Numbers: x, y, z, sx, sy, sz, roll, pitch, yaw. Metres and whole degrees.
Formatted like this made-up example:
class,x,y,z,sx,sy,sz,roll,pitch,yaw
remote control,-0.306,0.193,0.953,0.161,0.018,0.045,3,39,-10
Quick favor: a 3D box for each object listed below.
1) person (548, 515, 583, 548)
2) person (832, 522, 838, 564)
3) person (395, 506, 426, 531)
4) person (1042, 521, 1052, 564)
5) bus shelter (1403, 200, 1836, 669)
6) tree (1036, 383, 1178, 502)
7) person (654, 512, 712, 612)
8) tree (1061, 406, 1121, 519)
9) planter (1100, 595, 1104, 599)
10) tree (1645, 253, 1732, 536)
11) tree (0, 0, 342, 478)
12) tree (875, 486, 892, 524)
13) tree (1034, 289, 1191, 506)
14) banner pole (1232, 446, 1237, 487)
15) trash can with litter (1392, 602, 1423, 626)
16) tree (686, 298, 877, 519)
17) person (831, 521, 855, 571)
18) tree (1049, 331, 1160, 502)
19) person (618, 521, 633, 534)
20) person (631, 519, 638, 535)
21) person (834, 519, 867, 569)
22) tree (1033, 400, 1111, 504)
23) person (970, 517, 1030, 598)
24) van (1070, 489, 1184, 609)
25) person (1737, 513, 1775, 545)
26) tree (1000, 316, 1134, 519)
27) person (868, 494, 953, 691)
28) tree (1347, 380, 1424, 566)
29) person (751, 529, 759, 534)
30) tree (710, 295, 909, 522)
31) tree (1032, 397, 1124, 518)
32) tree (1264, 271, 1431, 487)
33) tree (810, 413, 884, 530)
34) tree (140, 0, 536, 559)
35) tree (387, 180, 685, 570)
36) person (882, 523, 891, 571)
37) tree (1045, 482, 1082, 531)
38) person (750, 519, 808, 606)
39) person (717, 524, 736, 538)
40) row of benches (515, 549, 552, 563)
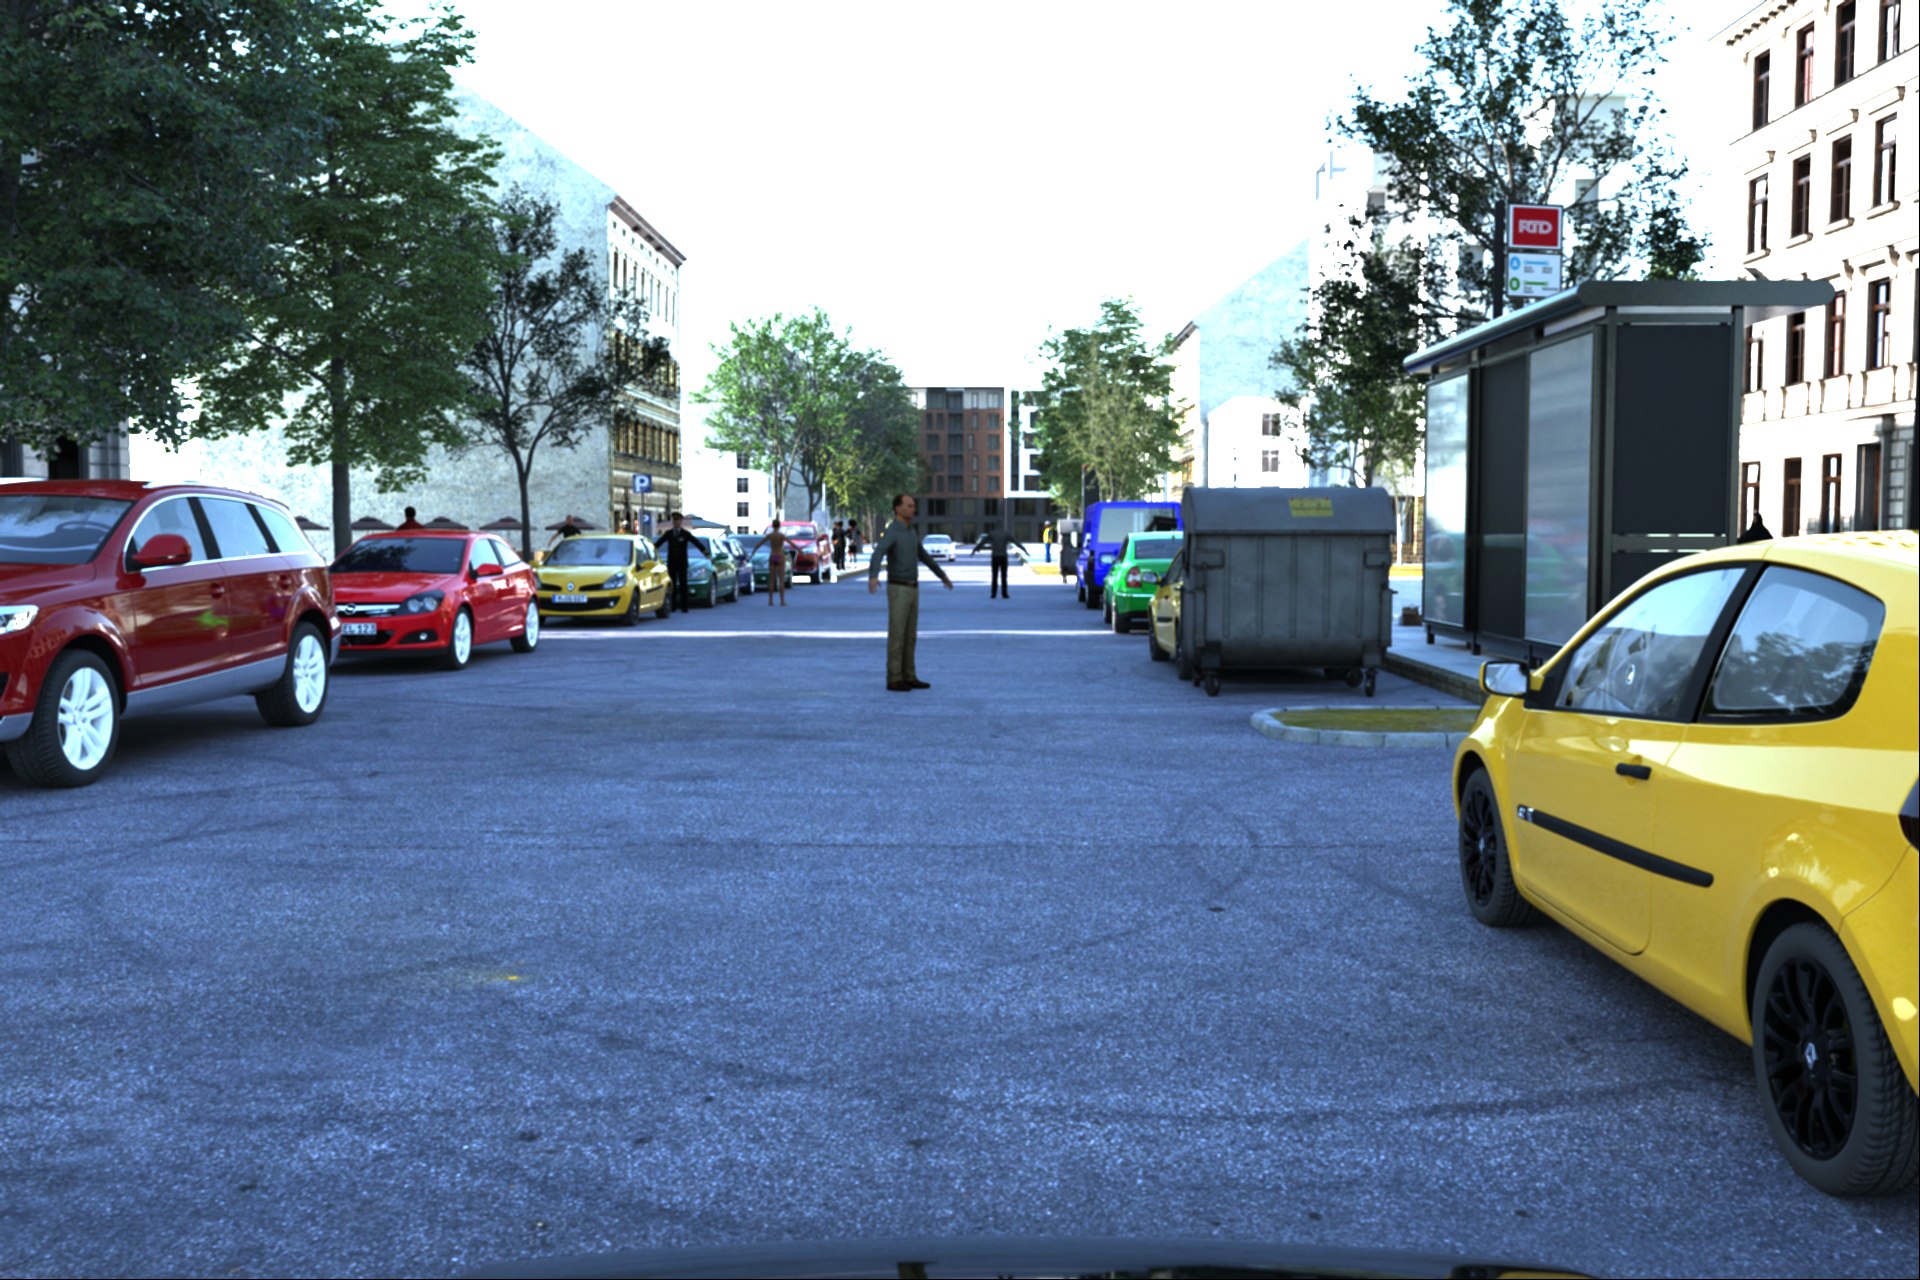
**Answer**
class,x,y,z,sx,sy,sz,roll,pitch,yaw
person,-10.741,-2.539,47.731,1.348,1.803,0.705,-2,4,-33
person,-5.284,-4.160,74.239,0.704,1.802,1.346,1,4,14
person,-10.664,-1.680,33.579,0.704,1.816,1.345,3,5,42
person,3.778,-4.229,75.106,0.705,1.833,1.349,0,4,-5
bus shelter,6.225,-2.507,18.625,2.179,5.291,8.768,0,4,1
tree,8.463,-10.153,100.419,8.767,10.594,7.601,1,4,9
person,-5.171,-1.424,31.668,1.347,1.837,0.705,0,4,5
tree,7.419,-8.695,92.519,4.737,8.622,4.395,0,3,0
planter,3.786,-1.081,38.818,1.991,0.319,1.994,0,4,1
tree,28.144,-9.180,68.218,7.486,12.596,7.792,0,3,0
tree,-11.879,-6.984,20.849,9.857,13.997,8.962,0,3,0
tree,-6.134,-12.644,157.094,4.360,8.622,3.978,0,3,0
tree,7.072,-9.933,80.536,7.486,12.596,7.792,0,3,0
banner pole,7.816,-3.624,49.263,0.401,3.779,0.863,0,4,1
trash can with litter,6.605,-0.783,24.195,1.055,1.170,0.624,0,4,2
tree,-7.802,-9.141,75.206,9.928,11.665,9.643,0,3,0
person,-4.136,-3.315,60.920,1.216,1.740,0.721,3,5,42
tree,5.360,-6.873,62.731,4.360,8.622,3.978,0,3,0
person,-14.119,-4.131,73.315,1.354,1.858,0.705,0,4,-6
person,-11.113,-3.277,59.762,1.347,1.806,0.705,3,4,36
person,-4.036,-3.569,64.493,1.345,1.843,0.704,-2,4,-32
tree,8.069,-10.993,114.153,7.601,10.594,8.767,-3,5,-41
person,0.887,-1.842,38.694,1.348,1.813,0.705,1,4,8
van,3.394,-1.865,34.881,2.240,2.365,5.245,0,4,1
person,17.236,-1.887,37.640,0.721,1.737,1.214,-2,4,-23
tree,9.430,-17.948,149.337,12.611,20.169,13.585,0,3,0
person,-0.500,-0.442,15.948,0.705,1.796,1.348,2,4,31
tree,17.848,-7.288,69.515,4.360,8.622,3.978,0,3,0
person,-6.672,-2.839,55.681,0.599,1.433,0.991,2,4,25
tree,-7.512,-10.883,88.300,12.009,13.543,11.850,0,3,0
tree,9.107,-12.386,128.274,9.928,11.665,9.643,0,3,0
tree,14.089,-7.711,60.483,7.601,10.594,8.767,1,4,18
tree,-6.714,-9.068,98.623,4.737,8.622,4.395,0,3,0
tree,-12.156,-7.055,33.481,7.486,12.596,7.792,0,3,0
tree,-11.229,-6.774,45.163,8.767,10.594,7.601,0,4,1
person,-2.715,-3.593,66.986,0.705,1.856,1.354,-1,4,-12
tree,8.850,-11.477,138.019,4.737,8.622,4.395,0,3,0
person,-3.655,-1.563,34.807,1.217,1.733,0.721,1,4,14
person,-12.214,-5.210,91.375,1.347,1.806,0.705,-1,4,-16
row of benches,-18.107,-3.386,70.816,4.104,0.672,1.422,-3,5,-40
